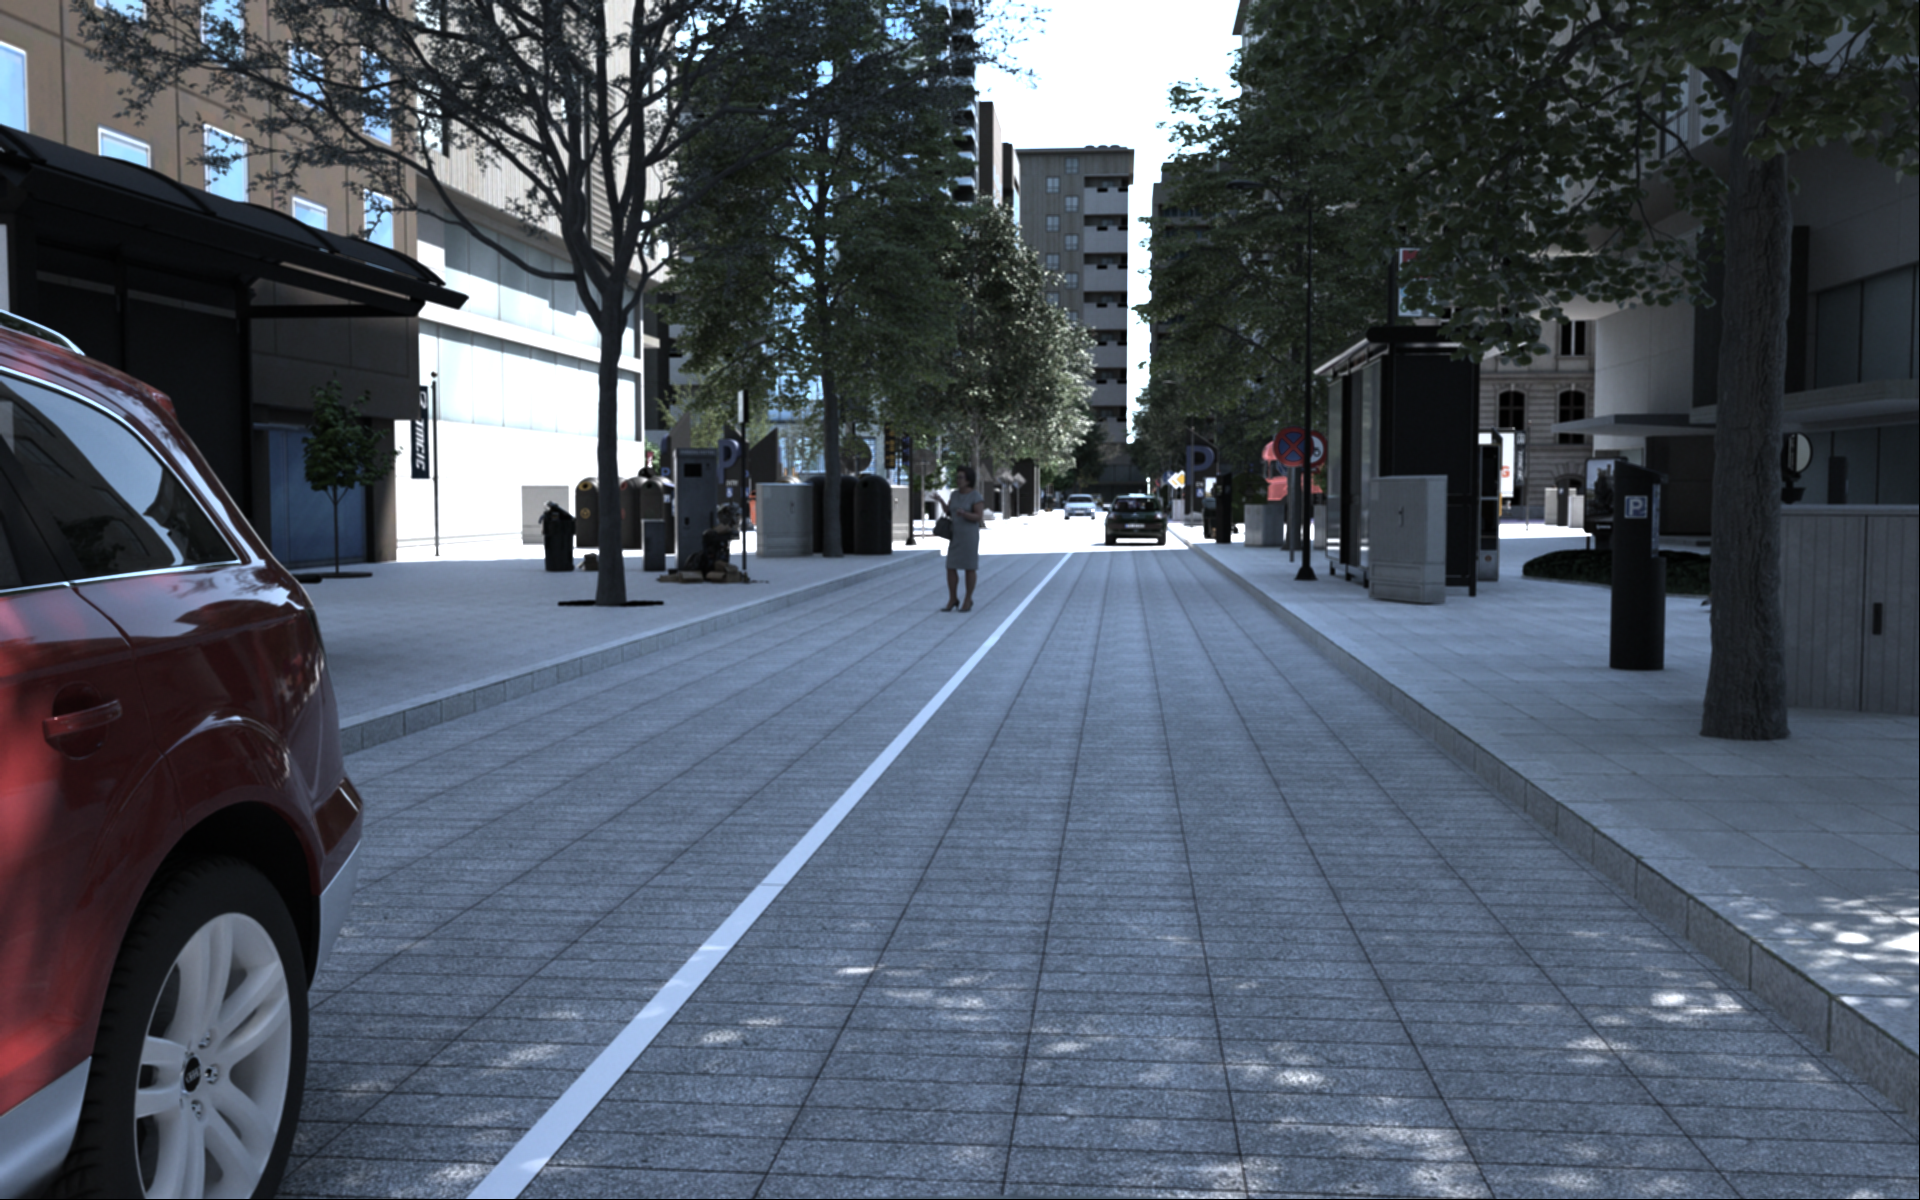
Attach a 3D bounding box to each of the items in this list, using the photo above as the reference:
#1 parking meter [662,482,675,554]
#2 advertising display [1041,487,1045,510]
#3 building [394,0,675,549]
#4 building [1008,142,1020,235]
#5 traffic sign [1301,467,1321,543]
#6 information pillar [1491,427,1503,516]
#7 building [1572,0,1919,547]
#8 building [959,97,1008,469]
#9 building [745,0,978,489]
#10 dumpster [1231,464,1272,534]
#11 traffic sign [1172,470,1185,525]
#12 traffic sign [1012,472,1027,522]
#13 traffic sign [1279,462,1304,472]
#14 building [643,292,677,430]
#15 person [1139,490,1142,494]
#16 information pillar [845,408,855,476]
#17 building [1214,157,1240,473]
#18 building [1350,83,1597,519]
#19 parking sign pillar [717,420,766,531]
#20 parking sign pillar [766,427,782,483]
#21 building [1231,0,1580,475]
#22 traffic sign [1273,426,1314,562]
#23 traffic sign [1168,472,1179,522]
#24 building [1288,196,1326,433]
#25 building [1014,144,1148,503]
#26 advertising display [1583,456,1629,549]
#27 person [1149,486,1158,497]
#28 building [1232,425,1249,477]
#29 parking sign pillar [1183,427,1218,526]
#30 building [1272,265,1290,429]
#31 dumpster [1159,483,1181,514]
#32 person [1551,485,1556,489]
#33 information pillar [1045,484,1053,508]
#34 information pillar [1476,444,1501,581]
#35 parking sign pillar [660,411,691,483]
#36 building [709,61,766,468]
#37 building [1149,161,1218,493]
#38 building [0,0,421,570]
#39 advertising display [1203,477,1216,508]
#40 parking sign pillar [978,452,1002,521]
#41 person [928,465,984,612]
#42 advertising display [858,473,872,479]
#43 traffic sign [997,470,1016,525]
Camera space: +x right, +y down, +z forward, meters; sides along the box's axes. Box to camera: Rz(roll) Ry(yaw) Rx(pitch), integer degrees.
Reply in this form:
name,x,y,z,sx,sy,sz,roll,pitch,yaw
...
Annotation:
name,x,y,z,sx,sy,sz,roll,pitch,yaw
parking meter,-6.165,-1.749,37.001,0.372,1.533,0.369,0,3,0
advertising display,6.678,-8.200,139.286,0.123,1.923,0.974,-1,4,-11
building,-24.399,-28.181,50.004,27.495,52.752,28.713,0,4,5
building,-0.070,-34.662,216.840,14.200,45.320,14.600,0,4,5
traffic sign,9.037,-2.784,45.518,0.884,2.594,0.081,1,4,13
information pillar,18.534,-4.192,59.886,0.183,3.616,0.504,-2,4,-25
building,29.371,-27.488,38.665,28.713,52.752,27.495,0,4,5
building,-2.647,-33.282,194.276,14.600,45.320,14.200,0,4,5
building,-8.348,-52.491,170.896,22.319,86.520,31.000,0,4,5
dumpster,9.421,-3.324,56.844,1.502,2.255,1.985,0,4,6
traffic sign,9.151,-4.147,71.444,0.795,2.450,0.064,0,4,5
traffic sign,2.690,-4.676,80.092,0.795,2.450,0.064,0,4,5
traffic sign,8.584,-2.718,44.542,0.768,2.556,0.104,1,4,14
building,-47.041,-36.265,216.628,21.600,48.544,21.300,0,4,5
person,15.127,-8.372,145.862,0.515,1.767,0.782,1,4,17
information pillar,-2.992,-3.414,47.177,0.183,3.616,0.504,-2,4,-29
building,38.266,-32.328,212.160,14.154,41.232,14.086,0,4,5
building,37.192,-16.666,91.573,34.723,24.649,14.460,0,4,5
parking sign pillar,-7.969,-4.439,61.052,1.447,3.967,1.447,-3,5,-44
parking sign pillar,-7.883,-5.015,70.470,1.447,3.967,1.447,2,4,29
building,41.711,-35.500,169.656,28.713,52.752,27.495,0,4,5
traffic sign,6.257,-1.985,32.566,0.768,2.556,0.104,1,4,9
traffic sign,9.900,-4.633,79.394,0.795,2.450,0.064,0,4,5
building,26.253,-15.890,108.951,9.793,20.994,18.267,0,4,5
building,14.475,-41.047,260.360,27.495,52.752,28.713,0,4,5
advertising display,11.227,-1.524,30.133,0.123,1.923,0.974,-1,4,-20
person,8.956,-4.363,80.082,0.600,1.795,0.529,-2,4,-35
building,40.243,-46.203,193.668,20.563,71.187,20.611,0,4,5
parking sign pillar,9.661,-4.944,69.302,1.447,3.967,1.447,1,4,16
building,31.742,-19.335,135.214,14.460,24.649,34.723,0,4,5
dumpster,13.646,-6.696,111.973,1.502,2.255,1.985,0,4,5
person,24.636,-3.866,71.959,0.529,1.795,0.600,0,4,-1
information pillar,6.612,-7.520,127.447,0.304,2.012,0.304,-2,4,-34
information pillar,7.779,-1.286,25.516,0.304,2.012,0.304,1,4,11
parking sign pillar,-9.081,-4.086,55.271,1.447,3.967,1.447,1,4,19
building,-21.533,-38.031,211.051,27.495,52.752,28.713,0,4,5
building,38.523,-38.553,254.046,21.600,48.544,21.300,0,4,5
building,-17.928,-22.975,25.746,14.600,45.320,14.200,0,4,5
advertising display,9.487,-3.607,64.184,0.974,1.923,0.123,-1,4,-15
parking sign pillar,1.009,-5.744,82.382,1.447,3.967,1.447,3,5,40
person,-0.078,-0.747,21.076,0.716,1.782,0.532,3,4,38
advertising display,-3.139,-2.978,53.897,0.974,1.923,0.123,-3,5,-42
traffic sign,1.941,-4.190,72.142,0.795,2.450,0.064,0,4,5
